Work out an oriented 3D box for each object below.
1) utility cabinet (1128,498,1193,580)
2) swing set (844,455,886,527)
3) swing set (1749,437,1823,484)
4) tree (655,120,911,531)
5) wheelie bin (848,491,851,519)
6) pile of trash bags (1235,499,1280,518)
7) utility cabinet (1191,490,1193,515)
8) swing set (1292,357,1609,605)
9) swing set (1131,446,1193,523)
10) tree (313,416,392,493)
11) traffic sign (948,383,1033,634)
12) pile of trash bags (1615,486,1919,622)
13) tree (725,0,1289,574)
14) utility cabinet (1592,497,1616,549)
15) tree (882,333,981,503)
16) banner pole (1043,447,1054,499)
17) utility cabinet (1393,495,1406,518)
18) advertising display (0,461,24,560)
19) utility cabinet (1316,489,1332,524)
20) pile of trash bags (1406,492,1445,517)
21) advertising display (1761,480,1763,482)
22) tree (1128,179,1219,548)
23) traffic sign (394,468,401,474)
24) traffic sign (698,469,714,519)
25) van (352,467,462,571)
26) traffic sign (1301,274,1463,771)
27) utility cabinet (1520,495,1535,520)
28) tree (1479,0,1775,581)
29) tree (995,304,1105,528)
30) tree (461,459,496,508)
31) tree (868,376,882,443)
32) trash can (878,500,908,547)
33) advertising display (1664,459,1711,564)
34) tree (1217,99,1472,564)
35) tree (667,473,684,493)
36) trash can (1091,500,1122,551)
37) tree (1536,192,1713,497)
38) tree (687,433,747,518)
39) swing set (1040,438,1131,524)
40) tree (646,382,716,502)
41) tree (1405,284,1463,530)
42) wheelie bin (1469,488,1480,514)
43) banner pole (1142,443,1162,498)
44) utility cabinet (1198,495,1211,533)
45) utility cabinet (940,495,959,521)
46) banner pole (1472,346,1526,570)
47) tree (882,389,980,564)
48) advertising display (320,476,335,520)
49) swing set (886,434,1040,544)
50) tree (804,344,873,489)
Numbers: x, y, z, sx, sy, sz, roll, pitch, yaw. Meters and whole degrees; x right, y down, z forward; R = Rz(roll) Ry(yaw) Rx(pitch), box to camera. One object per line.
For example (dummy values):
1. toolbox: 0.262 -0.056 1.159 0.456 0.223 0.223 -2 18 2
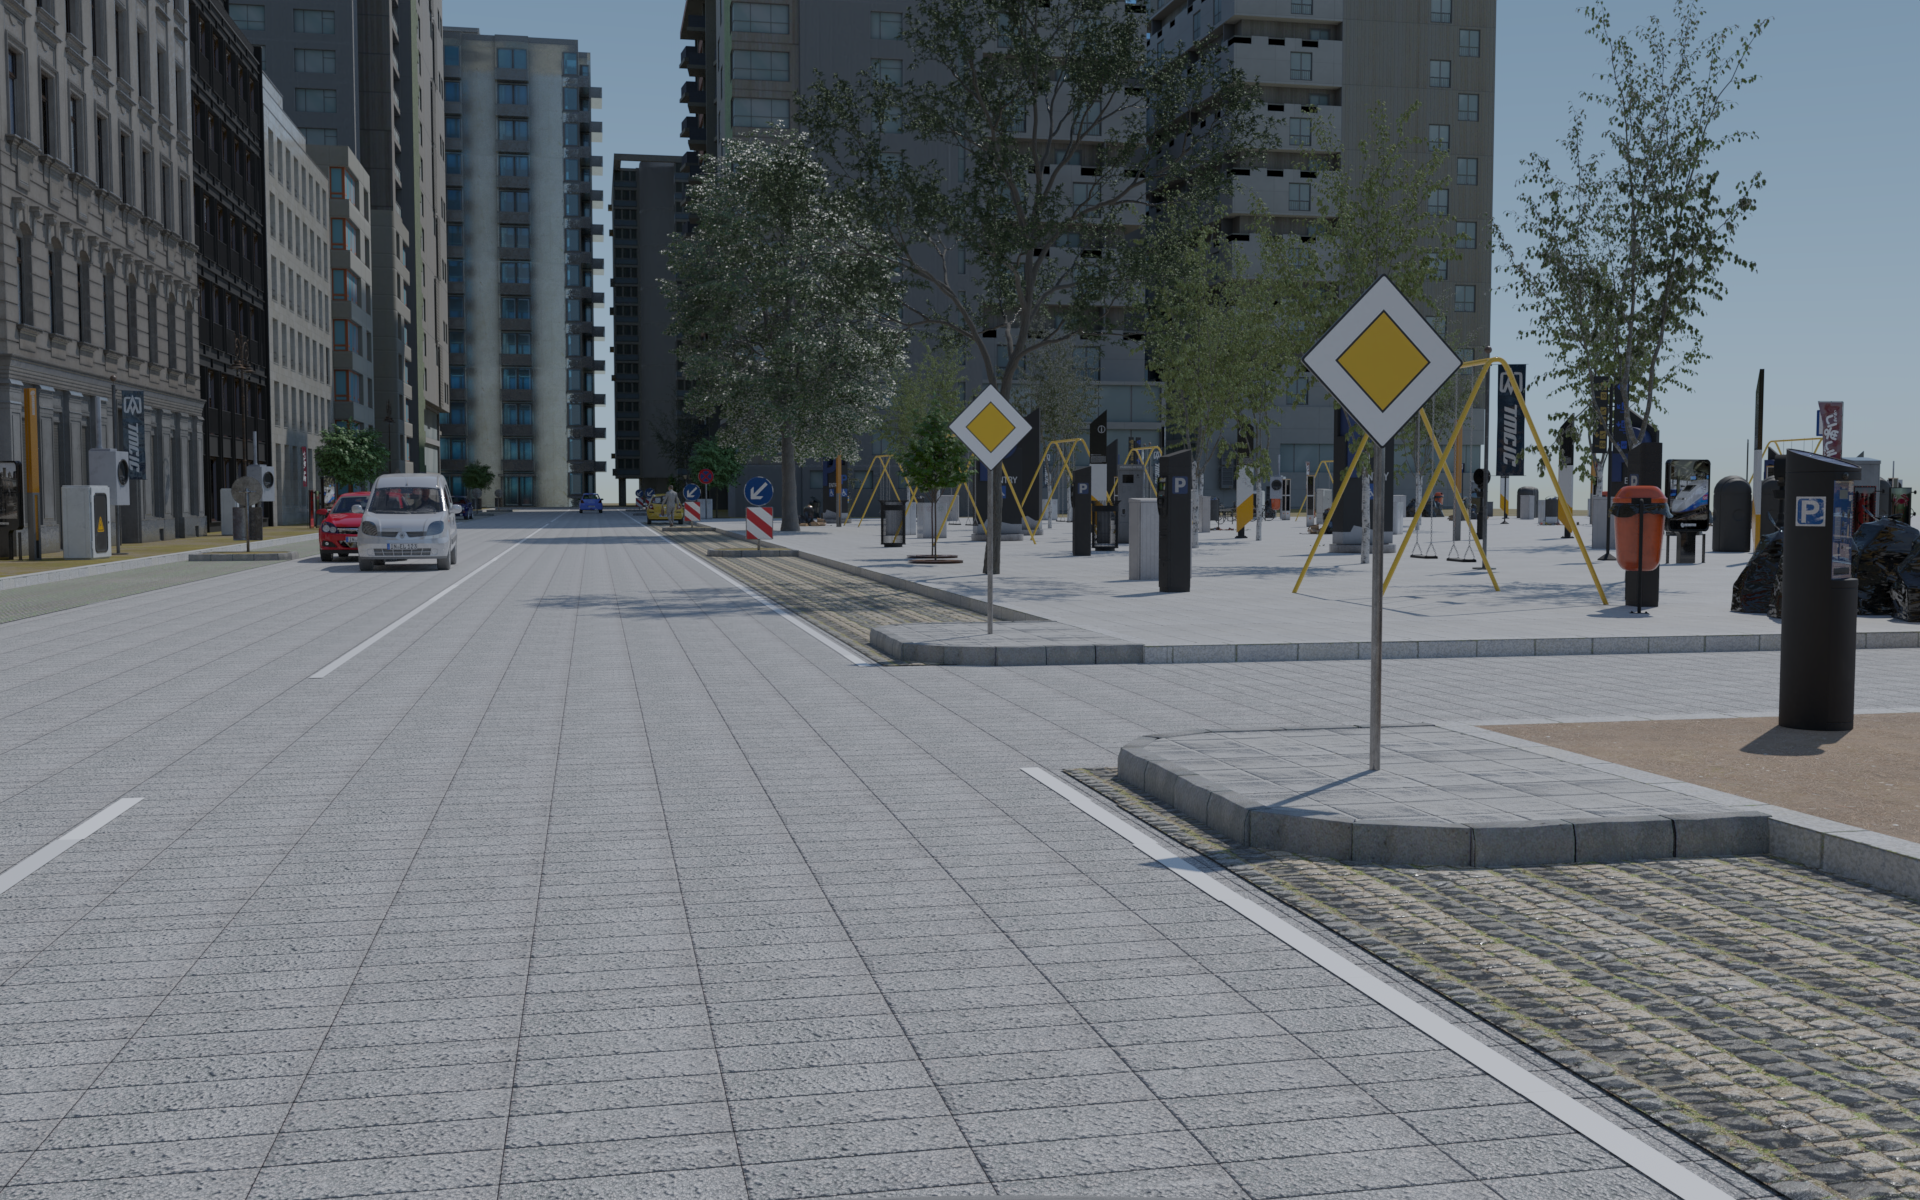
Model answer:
1. utility cabinet: 3.032 -0.915 26.120 1.020 1.237 0.306 -2 4 -33
2. swing set: -3.041 -4.412 69.749 2.862 2.851 3.119 -1 4 -15
3. swing set: 23.691 -3.138 48.918 2.862 2.851 3.119 0 4 -2
4. tree: -5.848 -9.354 59.593 9.857 13.997 8.962 0 3 0
5. wheelie bin: -5.294 -4.275 77.810 0.980 1.594 0.693 2 4 32
6. pile of trash bags: 16.126 -5.043 92.213 1.912 1.369 3.447 -1 4 -20
7. utility cabinet: 11.325 -4.820 87.486 1.173 1.500 0.318 -1 4 -18
8. swing set: 5.901 -1.450 21.321 2.862 2.851 3.119 0 4 -8
9. swing set: 6.208 -3.692 57.992 2.862 2.851 3.119 -1 4 -9
10. tree: -25.485 -5.431 72.511 4.285 4.588 4.351 0 3 0
11. traffic sign: 0.273 -0.744 15.806 0.795 2.450 0.064 -1 4 -12
12. pile of trash bags: 8.716 -0.528 18.391 3.447 1.369 1.912 1 4 17
13. tree: 0.524 -5.669 27.098 8.767 10.594 7.601 0 4 -7
14. utility cabinet: 15.338 -1.794 40.496 1.020 1.237 0.306 2 4 28
15. tree: -0.992 -7.663 75.660 4.737 8.622 4.395 0 3 0
16. banner pole: 4.685 -6.154 90.630 0.863 3.779 0.401 -2 4 -24
17. utility cabinet: 23.846 -5.098 94.513 1.020 1.237 0.306 -1 4 -23
18. advertising display: -18.574 -1.738 33.626 0.974 1.923 0.123 1 4 23
19. utility cabinet: 15.442 -3.958 73.394 0.318 1.500 1.173 2 4 29
20. pile of trash bags: 26.138 -5.309 96.555 1.912 1.369 3.447 3 4 37
21. advertising display: 37.638 -4.625 80.825 0.974 1.923 0.123 -2 4 -30
22. tree: 5.646 -5.517 40.558 4.737 8.622 4.395 0 3 0
23. traffic sign: -28.028 -5.284 86.402 0.884 2.594 0.081 0 4 -7
24. traffic sign: -12.810 -5.338 87.385 0.768 2.556 0.104 0 4 -6
25. van: -10.745 -1.638 33.795 2.013 2.044 4.112 -1 4 -14
26. traffic sign: 1.927 -0.266 7.994 0.795 2.450 0.064 -1 4 -12
27. utility cabinet: 28.683 -4.672 87.551 0.306 1.237 1.020 0 4 -7
28. tree: 9.892 -4.596 25.503 4.360 8.622 3.978 0 3 0
29. tree: 3.244 -6.959 64.146 4.360 8.622 3.978 0 3 0
30. tree: -45.220 -10.929 162.401 4.285 4.588 4.351 0 3 0
31. tree: -2.682 -8.346 86.814 4.737 8.622 4.395 0 3 0
32. trash can: -1.617 -1.850 41.902 0.748 1.137 0.748 0 3 0
33. advertising display: 13.443 -1.640 32.030 0.974 1.923 0.123 -1 4 -21
34. tree: 7.247 -4.976 31.725 4.737 8.622 4.395 0 3 0
35. tree: -24.538 -9.341 147.321 1.663 3.219 1.824 0 3 0
36. trash can: 3.278 -1.680 39.121 0.748 1.137 0.748 0 3 0
37. tree: 16.241 -5.685 43.313 4.737 8.622 4.395 0 3 0
38. tree: -12.873 -6.595 91.548 4.285 4.588 4.351 0 3 0
39. swing set: 3.032 -3.207 50.062 2.862 2.851 3.119 -1 4 -12
40. tree: -17.954 -9.891 112.072 4.360 8.622 3.978 0 3 0
41. tree: 16.466 -6.778 61.177 4.360 8.622 3.978 0 3 0
42. wheelie bin: 27.767 -5.218 93.228 0.693 1.594 0.980 0 4 3
43. banner pole: 9.459 -5.771 84.380 0.863 3.779 0.401 -1 4 -9
44. utility cabinet: 8.214 -2.871 58.107 0.306 1.237 1.020 0 4 2
45. utility cabinet: -0.577 -4.377 82.730 1.020 1.237 0.306 1 4 10
46. banner pole: 9.166 -2.407 29.379 0.863 3.779 0.401 0 4 8
47. tree: -0.569 -2.290 32.044 1.663 3.219 1.824 0 3 0
48. advertising display: -22.859 -3.514 62.665 0.123 1.923 0.974 0 4 3
49. swing set: 0.034 -2.893 44.921 2.862 2.851 3.119 -2 4 -23
50. tree: -6.173 -7.970 80.669 4.360 8.622 3.978 0 3 0
